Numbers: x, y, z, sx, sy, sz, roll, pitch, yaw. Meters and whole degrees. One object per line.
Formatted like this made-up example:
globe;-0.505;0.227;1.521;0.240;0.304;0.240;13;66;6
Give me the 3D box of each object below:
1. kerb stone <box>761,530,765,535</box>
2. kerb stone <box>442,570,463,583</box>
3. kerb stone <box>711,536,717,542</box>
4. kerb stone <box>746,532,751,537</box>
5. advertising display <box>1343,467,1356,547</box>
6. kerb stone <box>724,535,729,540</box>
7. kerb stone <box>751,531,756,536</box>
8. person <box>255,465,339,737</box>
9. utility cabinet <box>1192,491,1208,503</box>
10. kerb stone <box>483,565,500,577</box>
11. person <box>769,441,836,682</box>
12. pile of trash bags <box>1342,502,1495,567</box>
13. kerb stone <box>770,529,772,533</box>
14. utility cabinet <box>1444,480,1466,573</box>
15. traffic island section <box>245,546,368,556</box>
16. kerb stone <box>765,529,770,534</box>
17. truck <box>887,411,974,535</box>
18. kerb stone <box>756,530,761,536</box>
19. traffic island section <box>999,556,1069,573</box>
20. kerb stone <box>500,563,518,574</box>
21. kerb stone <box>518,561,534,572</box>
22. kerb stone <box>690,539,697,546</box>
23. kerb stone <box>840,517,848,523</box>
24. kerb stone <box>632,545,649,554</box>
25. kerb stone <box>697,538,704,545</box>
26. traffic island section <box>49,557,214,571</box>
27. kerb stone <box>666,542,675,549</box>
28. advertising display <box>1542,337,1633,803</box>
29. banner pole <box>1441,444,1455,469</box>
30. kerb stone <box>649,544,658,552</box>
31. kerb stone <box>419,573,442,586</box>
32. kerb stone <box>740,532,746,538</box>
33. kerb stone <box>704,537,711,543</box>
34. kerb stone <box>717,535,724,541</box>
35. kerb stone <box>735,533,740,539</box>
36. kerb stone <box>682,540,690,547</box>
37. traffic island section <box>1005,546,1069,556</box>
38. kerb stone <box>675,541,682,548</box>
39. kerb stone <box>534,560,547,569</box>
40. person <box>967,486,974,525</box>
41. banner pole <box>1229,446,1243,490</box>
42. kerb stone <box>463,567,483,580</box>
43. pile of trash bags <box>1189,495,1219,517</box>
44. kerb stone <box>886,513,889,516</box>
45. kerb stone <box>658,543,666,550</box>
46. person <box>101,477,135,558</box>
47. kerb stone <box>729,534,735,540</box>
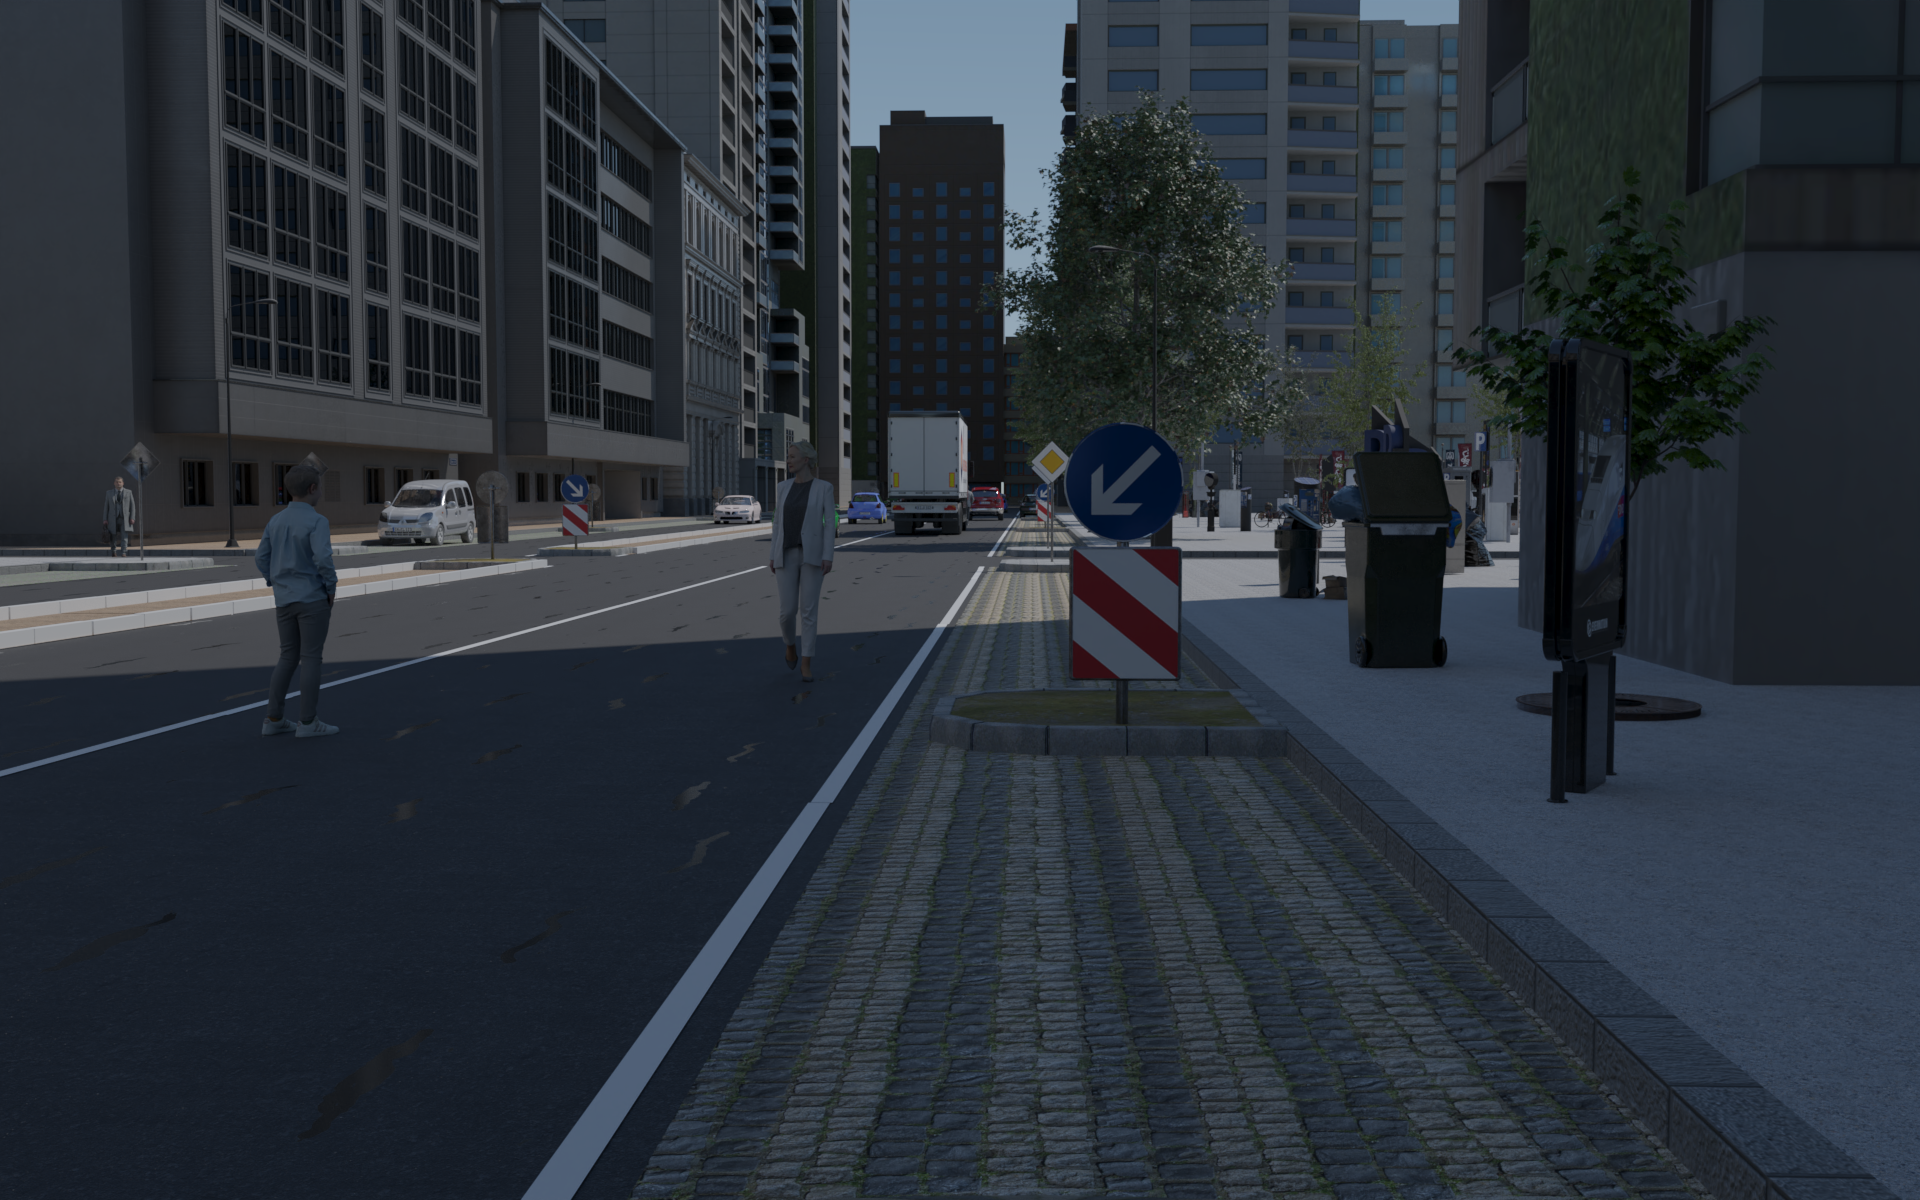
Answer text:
kerb stone;-7.040;-2.351;60.630;0.120;0.150;1.000;0;4;2
kerb stone;-8.380;-0.372;28.284;0.120;0.150;1.000;0;4;2
kerb stone;-7.425;-1.785;51.381;0.120;0.150;1.000;0;4;2
kerb stone;-7.171;-2.162;57.543;0.120;0.150;1.000;0;4;2
advertising display;9.797;-2.254;42.074;0.974;1.923;0.123;0;4;-2
kerb stone;-7.342;-1.910;53.447;0.120;0.150;1.000;0;4;2
kerb stone;-7.128;-2.225;58.575;0.120;0.150;1.000;0;4;2
person;-3.888;0.003;10.259;0.589;1.601;0.330;2;4;33
utility cabinet;15.352;-6.241;110.719;1.173;1.500;0.318;-3;4;-38
kerb stone;-8.304;-0.497;30.327;0.120;0.150;1.000;0;4;2
person;-1.231;-0.314;13.517;0.514;1.842;0.818;0;4;-5
pile of trash bags;8.162;-1.340;31.669;1.912;1.369;3.447;-1;4;-21
kerb stone;-6.959;-2.469;62.693;0.120;0.150;1.000;0;4;2
utility cabinet;7.461;-1.158;27.608;1.173;1.500;0.318;-1;4;-19
traffic island section;-15.489;-1.171;41.430;2.009;0.180;2.903;0;4;2
kerb stone;-6.999;-2.414;61.659;0.120;0.150;1.000;0;4;2
truck;-1.022;-4.599;64.105;2.839;4.237;11.283;0;4;2
kerb stone;-7.085;-2.288;59.606;0.120;0.150;1.000;0;4;2
traffic island section;1.757;-0.639;32.722;2.009;0.180;2.903;0;4;2
kerb stone;-8.260;-0.561;31.365;0.120;0.150;1.000;0;4;2
kerb stone;-8.214;-0.624;32.395;0.120;0.150;1.000;0;4;2
kerb stone;-7.561;-1.597;48.309;0.120;0.150;1.000;0;4;2
kerb stone;-5.895;-4.042;88.288;0.120;0.150;1.000;0;4;2
kerb stone;-7.803;-1.221;42.155;0.120;0.150;1.000;0;4;2
kerb stone;-7.510;-1.657;49.339;0.120;0.150;1.000;0;4;2
traffic island section;-15.819;-0.683;33.452;2.009;0.180;2.903;0;4;2
kerb stone;-7.684;-1.405;45.235;0.120;0.150;1.000;0;4;2
advertising display;2.729;-0.141;7.523;0.123;1.923;0.974;2;4;34
banner pole;24.077;-5.852;85.701;0.863;3.779;0.401;2;4;34
kerb stone;-7.764;-1.284;43.189;0.120;0.150;1.000;0;4;2
kerb stone;-8.424;-0.310;27.257;0.120;0.150;1.000;0;4;2
kerb stone;-7.216;-2.099;56.521;0.120;0.150;1.000;0;4;2
kerb stone;-7.462;-1.723;50.360;0.120;0.150;1.000;0;4;2
kerb stone;-7.382;-1.849;52.419;0.120;0.150;1.000;0;4;2
kerb stone;-7.259;-2.036;55.490;0.120;0.150;1.000;0;4;2
kerb stone;-7.593;-1.534;47.277;0.120;0.150;1.000;0;4;2
traffic island section;2.087;-1.127;40.700;2.009;0.180;2.903;0;4;2
kerb stone;-7.644;-1.469;46.256;0.120;0.150;1.000;0;4;2
kerb stone;-8.167;-0.685;33.428;0.120;0.150;1.000;0;4;2
person;0.332;-4.330;79.142;0.661;1.843;0.795;-1;4;-17
banner pole;14.163;-6.076;89.353;0.863;3.779;0.401;0;4;6
kerb stone;-8.340;-0.435;29.305;0.120;0.150;1.000;0;4;2
pile of trash bags;13.609;-5.343;97.103;1.912;1.369;3.447;-1;4;-10
kerb stone;-4.791;-5.668;114.917;0.120;0.150;1.000;0;4;2
kerb stone;-7.725;-1.347;44.213;0.120;0.150;1.000;0;4;2
person;-18.610;-1.815;38.275;0.694;1.812;0.767;-2;4;-24
kerb stone;-7.292;-1.974;54.468;0.120;0.150;1.000;0;4;2
